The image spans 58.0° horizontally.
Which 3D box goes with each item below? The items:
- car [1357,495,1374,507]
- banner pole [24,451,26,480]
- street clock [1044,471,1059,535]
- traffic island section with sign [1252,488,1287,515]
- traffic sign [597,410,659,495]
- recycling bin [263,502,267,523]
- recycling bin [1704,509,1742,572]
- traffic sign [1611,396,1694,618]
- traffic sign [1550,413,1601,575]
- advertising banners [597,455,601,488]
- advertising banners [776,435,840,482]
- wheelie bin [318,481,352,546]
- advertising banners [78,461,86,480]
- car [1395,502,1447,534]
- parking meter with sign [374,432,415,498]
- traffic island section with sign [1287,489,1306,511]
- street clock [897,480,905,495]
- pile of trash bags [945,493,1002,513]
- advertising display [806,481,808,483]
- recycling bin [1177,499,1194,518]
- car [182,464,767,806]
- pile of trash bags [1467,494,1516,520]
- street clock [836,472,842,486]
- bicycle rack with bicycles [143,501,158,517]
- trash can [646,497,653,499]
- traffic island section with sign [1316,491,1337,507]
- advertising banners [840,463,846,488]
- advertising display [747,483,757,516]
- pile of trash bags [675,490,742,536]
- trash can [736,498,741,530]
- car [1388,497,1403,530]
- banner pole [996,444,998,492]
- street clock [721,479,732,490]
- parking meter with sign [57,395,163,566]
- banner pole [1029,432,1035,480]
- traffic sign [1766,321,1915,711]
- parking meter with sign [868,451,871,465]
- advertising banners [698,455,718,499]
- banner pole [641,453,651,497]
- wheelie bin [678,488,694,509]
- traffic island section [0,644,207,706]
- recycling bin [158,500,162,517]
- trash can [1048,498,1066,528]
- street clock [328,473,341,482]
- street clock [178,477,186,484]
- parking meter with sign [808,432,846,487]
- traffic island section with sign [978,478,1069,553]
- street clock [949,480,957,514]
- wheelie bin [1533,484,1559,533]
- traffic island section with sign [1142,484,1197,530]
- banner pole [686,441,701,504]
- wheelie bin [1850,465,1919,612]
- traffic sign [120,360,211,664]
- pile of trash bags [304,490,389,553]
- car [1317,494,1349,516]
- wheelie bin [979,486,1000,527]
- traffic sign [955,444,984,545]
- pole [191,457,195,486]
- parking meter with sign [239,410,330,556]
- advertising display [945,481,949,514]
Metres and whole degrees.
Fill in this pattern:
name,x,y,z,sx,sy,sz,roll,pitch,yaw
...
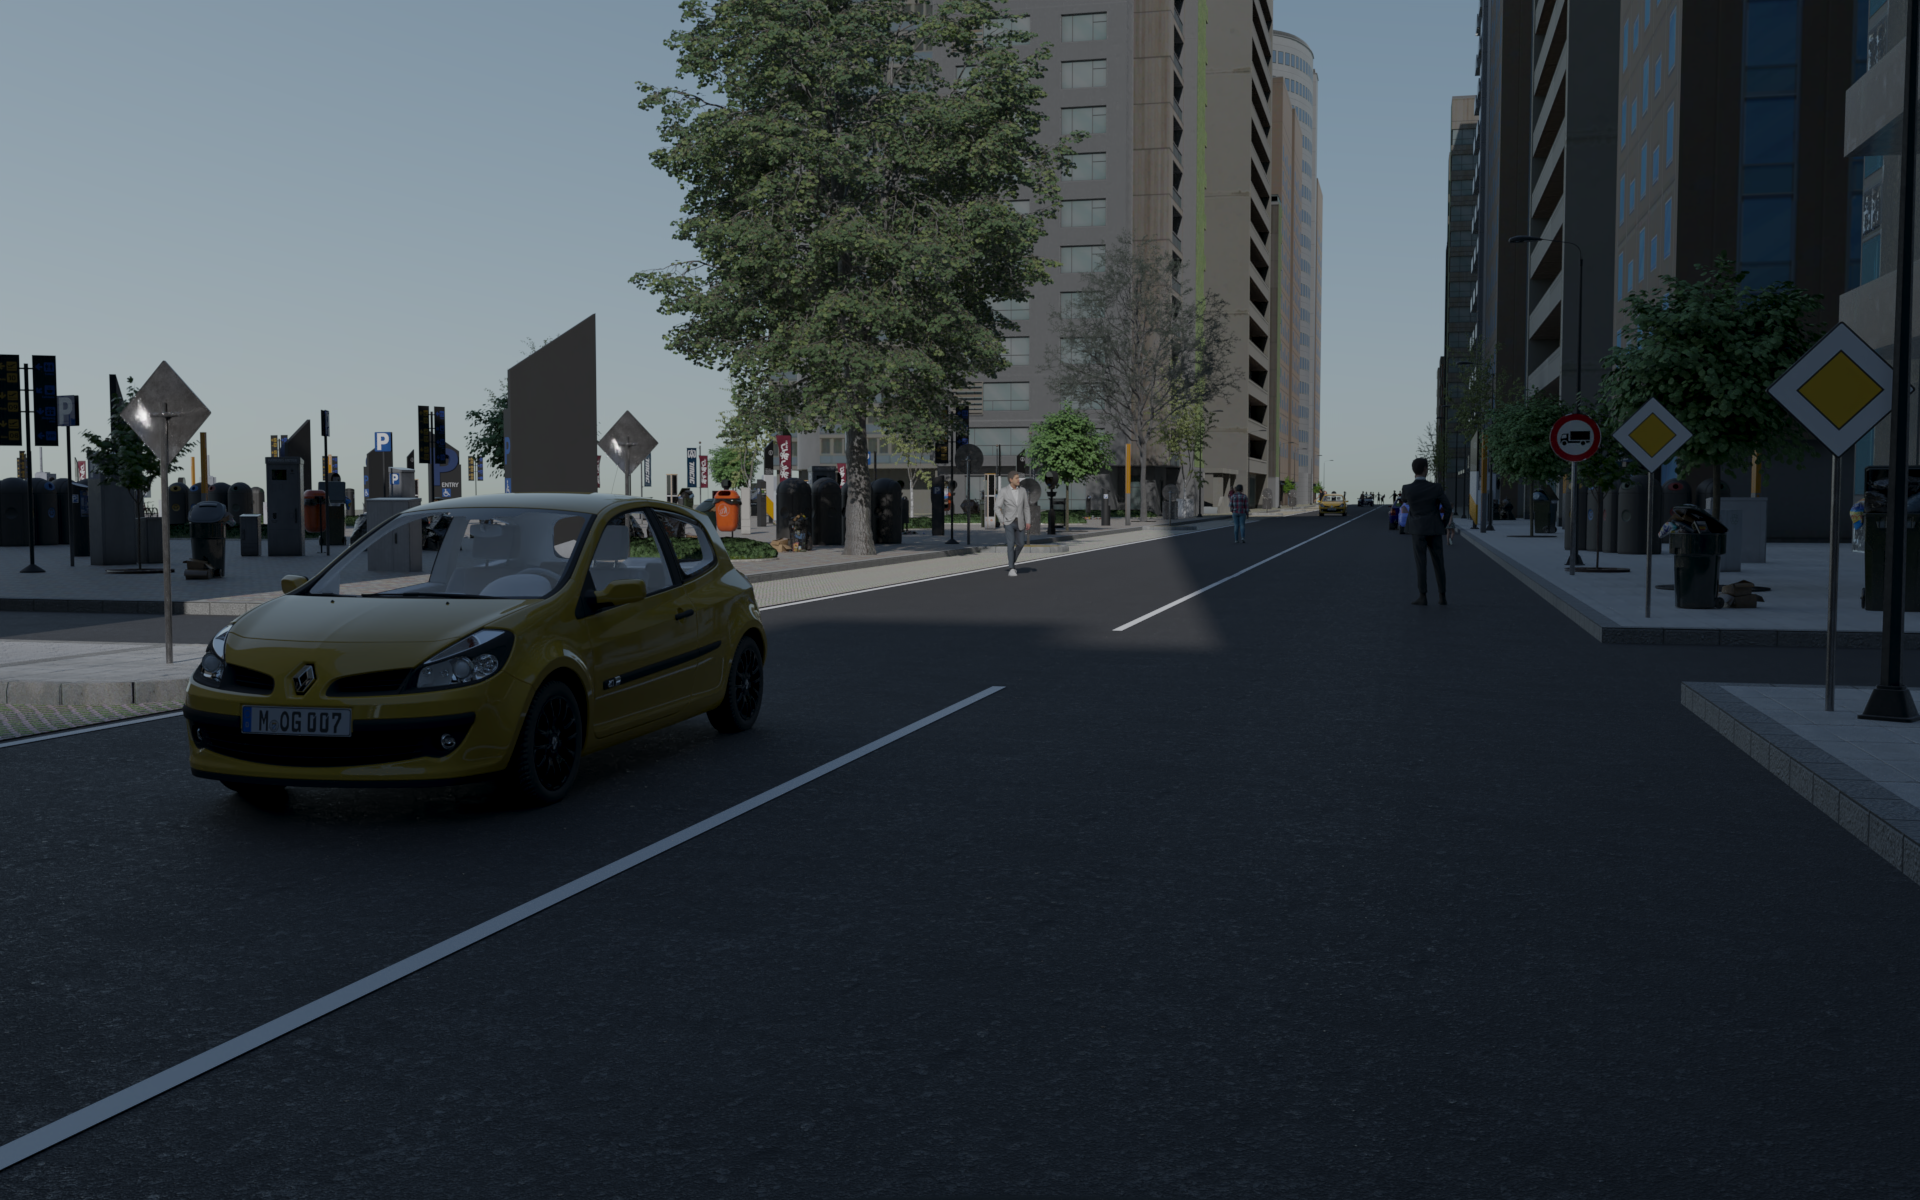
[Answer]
name,x,y,z,sx,sy,sz,roll,pitch,yaw
car,46.874,-11.464,200.016,1.945,1.354,3.894,1,4,16
banner pole,-53.798,-6.696,99.495,0.401,3.779,0.863,0,4,-8
street clock,2.889,-3.061,54.620,0.358,2.002,0.471,-2,4,-33
traffic island section with sign,20.784,-6.622,116.899,1.989,1.847,2.006,1,4,14
traffic sign,-3.991,-1.049,20.793,0.795,2.450,0.064,1,4,14
recycling bin,-21.279,-2.548,54.218,0.722,1.027,0.722,2,4,30
recycling bin,12.466,-0.994,28.800,0.722,1.027,0.722,-1,4,-21
traffic sign,7.135,-0.873,17.910,0.795,2.450,0.064,1,4,14
traffic sign,9.689,-1.665,27.330,0.768,2.556,0.104,1,4,16
advertising banners,-16.538,-4.944,77.030,0.090,3.025,2.074,2,4,24
advertising banners,-4.584,-3.394,51.673,2.074,3.025,0.090,-2,4,-35
wheelie bin,-15.741,-2.169,43.366,0.980,1.594,0.693,-1,4,-17
advertising banners,-45.170,-5.760,90.368,2.074,3.025,0.090,1,4,19
car,16.818,-3.263,62.938,1.945,1.707,3.694,1,4,14
parking meter with sign,-15.872,-3.248,49.366,0.543,3.016,1.738,1,4,19
traffic island section with sign,27.527,-8.219,143.000,1.989,1.847,2.006,1,4,14
street clock,-3.056,-5.108,88.091,0.471,2.002,0.358,0,4,-8
pile of trash bags,0.513,-4.548,84.105,3.447,1.369,1.912,2,4,30
advertising display,-7.215,-4.948,86.117,0.974,1.923,0.123,0,4,2
recycling bin,12.159,-4.954,93.544,0.722,1.027,0.722,-1,4,-19
car,-2.403,0.055,9.320,2.015,1.641,3.980,1,4,13
pile of trash bags,26.094,-4.657,85.899,1.912,1.369,3.447,-1,4,-9
street clock,-4.121,-3.237,57.499,0.358,2.002,0.471,1,4,19
bicycle rack with bicycles,-40.410,-4.365,84.754,2.852,0.926,2.925,1,4,18
trash can,-15.290,-4.440,84.242,0.748,1.137,0.748,0,3,0
traffic island section with sign,41.655,-11.563,197.688,1.989,1.847,2.006,1,4,14
advertising banners,-5.931,-6.215,97.796,2.074,3.025,0.090,0,4,8
advertising display,-12.016,-5.860,101.021,0.974,1.923,0.123,1,4,21
pile of trash bags,-6.488,-1.774,38.765,3.447,1.369,1.912,1,4,16
trash can,-8.067,-3.129,62.817,0.748,1.137,0.748,0,3,0
car,18.409,-3.545,70.538,1.945,1.354,3.894,1,4,16
banner pole,1.854,-5.941,87.157,0.401,3.779,0.863,0,4,4
street clock,-11.287,-4.841,83.713,0.471,2.002,0.358,-2,4,-35
parking meter with sign,-15.321,-2.144,31.323,0.543,3.016,1.738,2,4,30
banner pole,2.901,-4.869,69.620,0.401,3.779,0.863,1,4,21
traffic sign,5.138,-0.400,10.178,0.795,2.450,0.064,1,4,14
parking meter with sign,-4.243,-4.606,71.577,0.543,3.016,1.738,-1,4,-23
advertising banners,-11.017,-5.037,78.548,0.090,3.025,2.074,3,5,44
banner pole,-13.204,-5.054,72.646,0.863,3.779,0.401,3,5,40
wheelie bin,-13.941,-4.913,88.234,0.693,1.594,0.980,2,4,34
traffic island section,-6.012,0.560,13.129,2.009,0.180,2.903,1,4,14
recycling bin,-35.797,-4.029,78.420,0.722,1.027,0.722,-3,5,-43
trash can,3.677,-3.276,65.215,0.748,1.137,0.748,0,3,0
street clock,-21.074,-3.286,58.299,0.358,2.002,0.471,2,4,24
street clock,-33.468,-4.278,74.520,0.358,2.002,0.471,-1,4,-10
parking meter with sign,-3.786,-3.118,47.247,1.738,3.016,0.543,-1,4,-22
traffic island section with sign,1.629,-2.084,42.695,1.989,1.847,2.006,1,4,14
street clock,-0.395,-5.261,90.594,0.471,2.002,0.358,-2,4,-31
wheelie bin,19.117,-2.981,56.647,0.693,1.594,0.980,3,5,42
traffic island section with sign,8.363,-3.680,68.799,1.989,1.847,2.006,1,4,14
banner pole,-12.561,-5.640,82.227,0.863,3.779,0.401,-1,4,-10
wheelie bin,10.324,-0.681,19.046,0.980,1.594,0.693,2,4,28
traffic sign,-5.987,-0.576,13.061,0.795,2.450,0.064,1,4,14
pile of trash bags,-13.042,-1.773,38.745,1.912,1.369,3.447,3,5,45
car,24.456,-6.315,113.481,2.015,1.641,3.980,1,4,15
wheelie bin,1.146,-3.582,66.468,0.693,1.594,0.980,-2,4,-34
traffic sign,0.217,-2.675,43.850,0.768,2.556,0.104,1,4,17
pole,-41.888,-6.165,94.644,0.158,3.312,0.155,0,3,0
parking meter with sign,-13.968,-2.419,35.818,1.738,3.016,0.543,-1,4,-11
advertising display,-0.912,-4.718,82.347,0.123,1.923,0.974,3,5,43
